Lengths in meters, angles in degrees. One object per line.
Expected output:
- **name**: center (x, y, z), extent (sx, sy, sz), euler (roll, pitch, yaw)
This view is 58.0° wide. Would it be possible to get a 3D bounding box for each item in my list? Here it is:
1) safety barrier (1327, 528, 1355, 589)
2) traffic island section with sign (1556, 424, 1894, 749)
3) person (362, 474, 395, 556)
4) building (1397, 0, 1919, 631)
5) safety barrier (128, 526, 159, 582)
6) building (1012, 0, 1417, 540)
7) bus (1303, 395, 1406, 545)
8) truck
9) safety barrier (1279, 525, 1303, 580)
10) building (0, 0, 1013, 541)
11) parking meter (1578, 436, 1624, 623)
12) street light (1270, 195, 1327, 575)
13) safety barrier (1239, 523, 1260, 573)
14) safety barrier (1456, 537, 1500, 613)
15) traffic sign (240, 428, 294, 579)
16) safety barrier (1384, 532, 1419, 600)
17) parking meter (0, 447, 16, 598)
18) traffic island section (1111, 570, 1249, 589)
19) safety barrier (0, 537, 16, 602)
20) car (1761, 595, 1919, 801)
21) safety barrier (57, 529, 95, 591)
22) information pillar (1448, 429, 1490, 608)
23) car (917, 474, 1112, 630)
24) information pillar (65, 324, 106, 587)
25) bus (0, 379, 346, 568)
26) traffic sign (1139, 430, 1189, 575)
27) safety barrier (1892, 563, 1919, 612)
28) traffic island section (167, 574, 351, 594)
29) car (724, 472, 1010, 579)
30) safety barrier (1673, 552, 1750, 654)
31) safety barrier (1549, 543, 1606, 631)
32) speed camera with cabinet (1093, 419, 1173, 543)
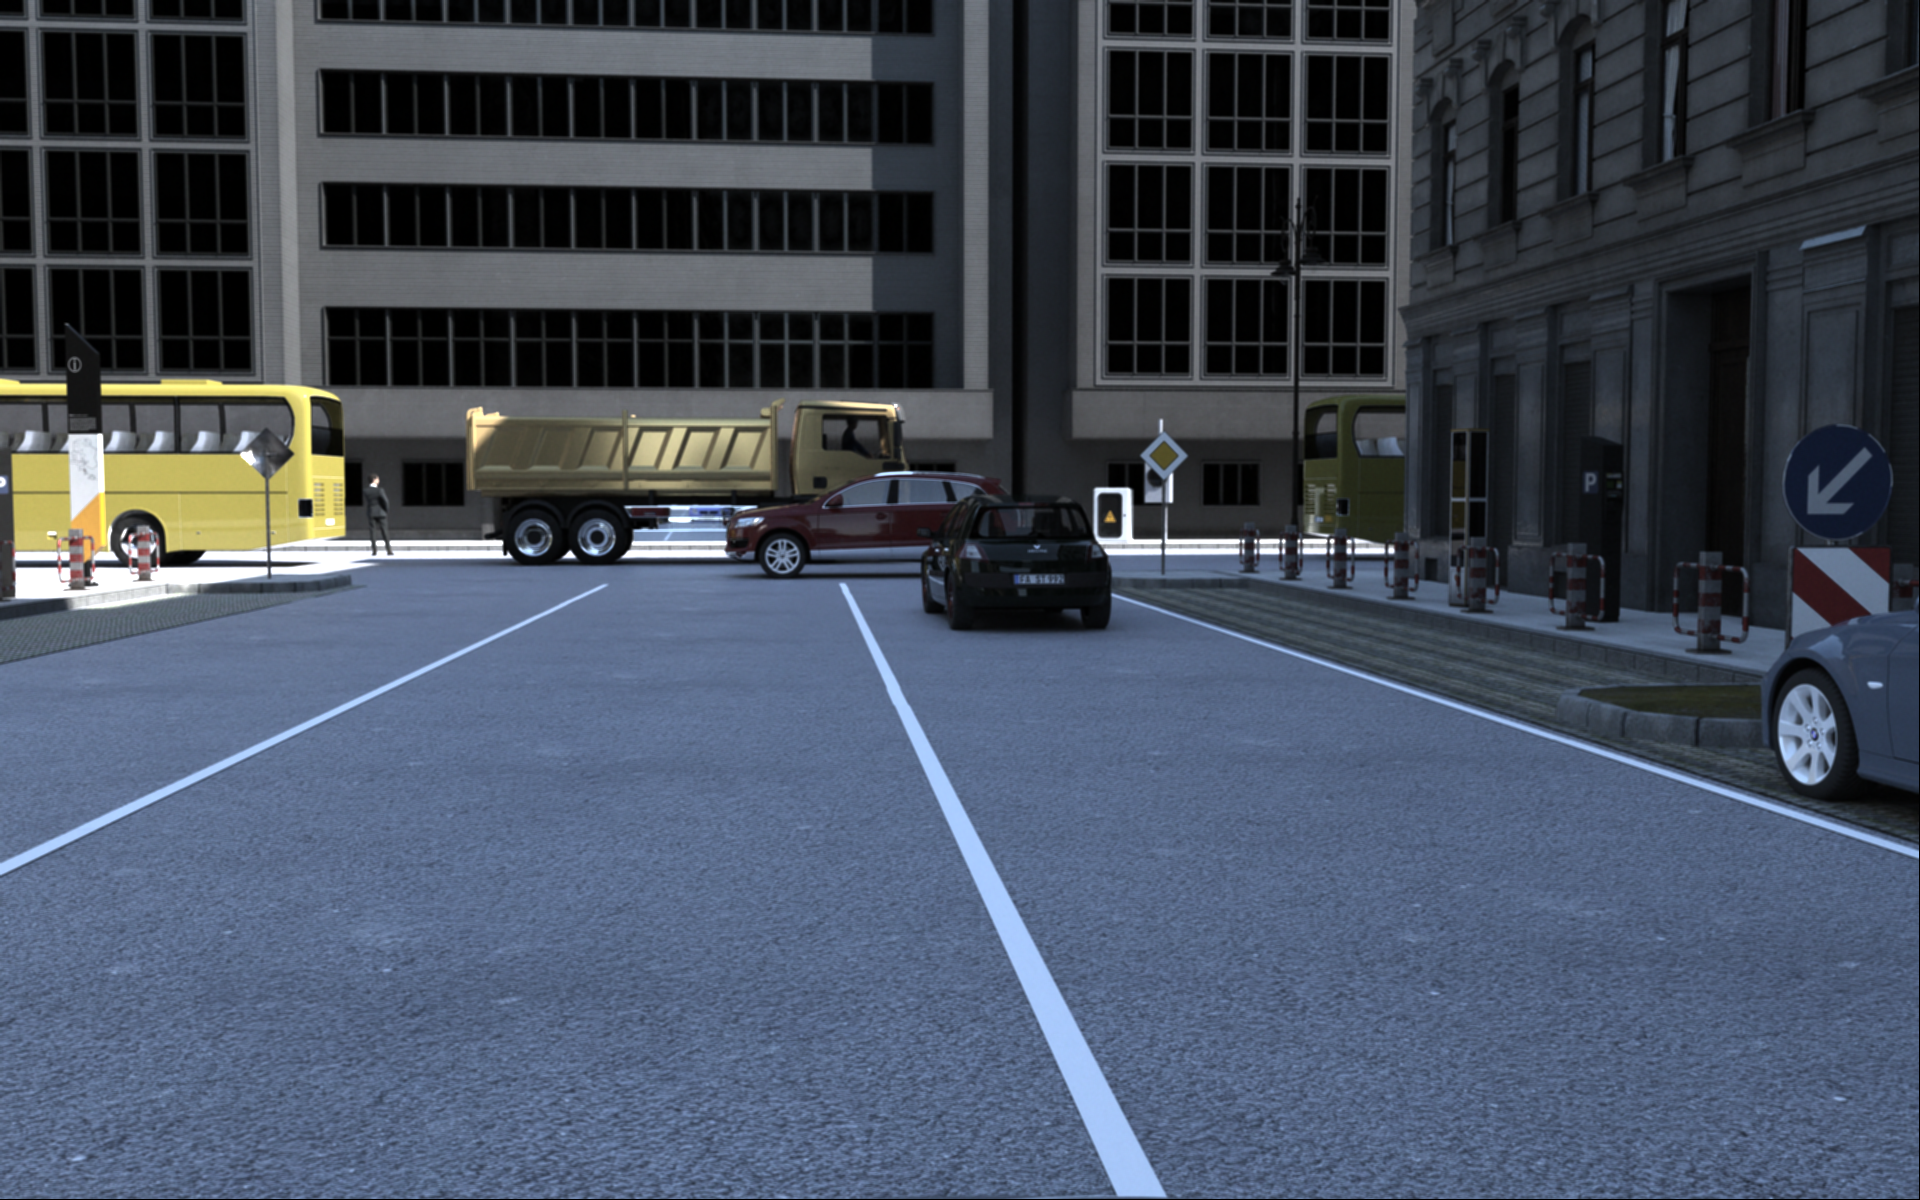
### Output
- **safety barrier**: center (5.147, -0.560, 23.439), extent (0.300, 0.817, 1.120), euler (0, 4, -5)
- **traffic island section with sign**: center (4.817, -0.122, 10.622), extent (1.989, 1.847, 2.006), euler (0, 4, -5)
- **person**: center (-13.577, -1.990, 40.393), extent (0.648, 1.900, 0.474), euler (0, 4, -1)
- **building**: center (12.263, -10.307, 17.673), extent (9.793, 20.994, 18.267), euler (0, 4, -5)
- **safety barrier**: center (-11.937, -0.677, 25.338), extent (0.300, 0.817, 1.120), euler (0, 4, -5)
- **building**: center (13.205, -15.930, 53.960), extent (24.014, 27.812, 14.314), euler (0, 4, -5)
- **bus**: center (13.972, -2.885, 38.723), extent (12.252, 3.916, 2.896), euler (0, 4, -7)
- **truck**: center (-5.089, -2.461, 36.166), extent (9.791, 3.379, 3.469), euler (0, 4, -7)
- **safety barrier**: center (4.928, -0.705, 25.810), extent (0.300, 0.817, 1.120), euler (0, 4, -5)
- **building**: center (-13.899, -14.262, 52.250), extent (30.058, 24.678, 14.314), euler (0, 4, -5)
- **parking meter**: center (6.428, -0.714, 17.379), extent (0.255, 1.863, 0.399), euler (-1, 4, -21)
- **street light**: center (5.280, -3.327, 27.189), extent (0.468, 5.910, 1.993), euler (0, 4, -5)
- **safety barrier**: center (4.708, -0.850, 28.180), extent (0.300, 0.817, 1.120), euler (0, 4, -5)
- **safety barrier**: center (5.587, -0.271, 18.699), extent (0.300, 0.817, 1.120), euler (0, 4, -5)
- **traffic sign**: center (-10.466, -1.379, 26.193), extent (0.795, 2.450, 0.064), euler (0, 4, -5)
- **safety barrier**: center (5.368, -0.416, 21.069), extent (0.300, 0.817, 1.120), euler (0, 4, -5)
- **parking meter**: center (-11.899, -0.955, 21.320), extent (0.255, 1.863, 0.399), euler (2, 4, 32)
- **traffic island section**: center (3.244, -0.321, 27.521), extent (2.009, 0.180, 2.903), euler (0, 4, -5)
- **safety barrier**: center (-11.493, -0.386, 20.592), extent (0.300, 0.817, 1.120), euler (0, 4, -5)
- **car**: center (4.959, 0.325, 6.691), extent (2.014, 1.417, 4.499), euler (0, 4, -5)
- **safety barrier**: center (-11.712, -0.531, 22.963), extent (0.300, 0.817, 1.120), euler (0, 4, -5)
- **information pillar**: center (5.768, -0.927, 19.640), extent (0.304, 2.012, 0.304), euler (-2, 4, -24)
- **car**: center (0.559, -0.609, 19.750), extent (2.009, 1.686, 4.222), euler (0, 4, -7)
- **information pillar**: center (-12.076, -1.991, 23.900), extent (0.504, 3.616, 0.183), euler (1, 4, 11)
- **bus**: center (-18.774, -2.616, 34.318), extent (12.252, 3.916, 2.896), euler (0, 4, -4)
- **traffic sign**: center (3.221, -1.456, 27.442), extent (0.795, 2.450, 0.064), euler (0, 4, -5)
- **safety barrier**: center (6.252, 0.166, 11.555), extent (0.300, 0.817, 1.120), euler (0, 4, -5)
- **traffic island section**: center (-10.489, -0.243, 26.253), extent (2.009, 0.180, 2.903), euler (0, 4, -5)
- **car**: center (-1.444, -1.320, 30.262), extent (5.304, 1.827, 2.281), euler (0, 4, -5)
- **safety barrier**: center (6.033, 0.021, 13.935), extent (0.300, 0.817, 1.120), euler (0, 4, -5)
- **safety barrier**: center (5.810, -0.125, 16.326), extent (0.300, 0.817, 1.120), euler (0, 4, -5)
- **speed camera with cabinet**: center (4.592, -3.157, 45.955), extent (2.038, 3.252, 0.660), euler (1, 4, 15)
